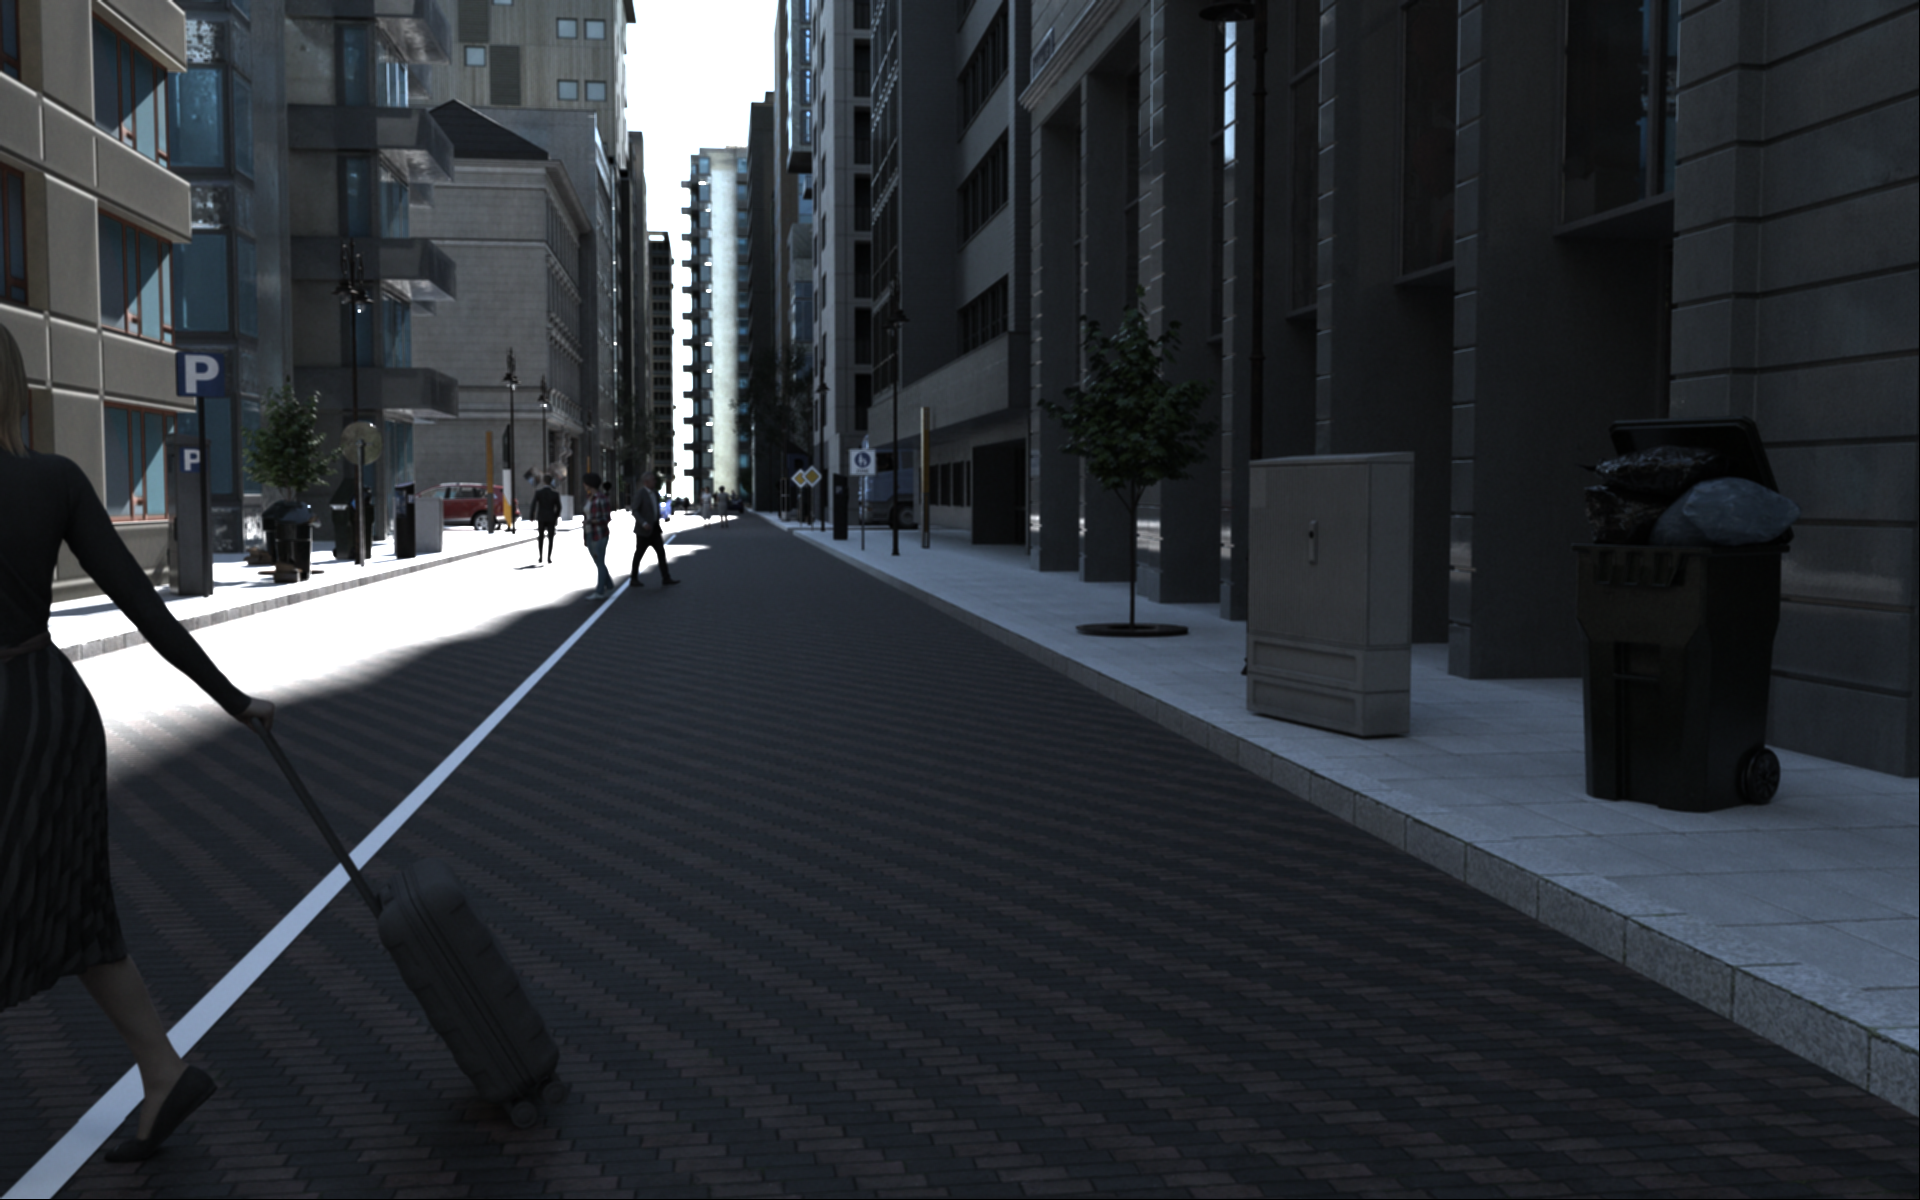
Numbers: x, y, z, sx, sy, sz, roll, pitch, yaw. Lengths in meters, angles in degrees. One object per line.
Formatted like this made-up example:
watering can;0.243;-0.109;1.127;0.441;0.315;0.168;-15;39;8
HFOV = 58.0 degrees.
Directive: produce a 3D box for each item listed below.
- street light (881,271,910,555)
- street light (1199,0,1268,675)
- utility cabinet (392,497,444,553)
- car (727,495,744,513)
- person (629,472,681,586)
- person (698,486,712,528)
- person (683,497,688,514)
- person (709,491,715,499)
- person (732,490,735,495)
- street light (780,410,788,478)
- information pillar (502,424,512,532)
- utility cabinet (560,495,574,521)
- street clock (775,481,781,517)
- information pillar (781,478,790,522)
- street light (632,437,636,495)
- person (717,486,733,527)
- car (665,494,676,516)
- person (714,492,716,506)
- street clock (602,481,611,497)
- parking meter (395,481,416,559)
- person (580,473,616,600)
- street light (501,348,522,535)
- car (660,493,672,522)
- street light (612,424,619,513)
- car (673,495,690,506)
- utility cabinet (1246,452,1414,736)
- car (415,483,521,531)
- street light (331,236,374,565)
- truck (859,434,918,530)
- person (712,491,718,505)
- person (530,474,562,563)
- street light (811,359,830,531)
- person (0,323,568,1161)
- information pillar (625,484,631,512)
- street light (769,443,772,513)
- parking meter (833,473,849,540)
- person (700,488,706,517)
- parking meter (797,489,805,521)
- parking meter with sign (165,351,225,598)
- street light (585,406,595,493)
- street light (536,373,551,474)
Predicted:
street light;-1.349;-3.873;36.110;0.468;5.910;1.993;0;4;-8
street light;2.089;-2.406;12.131;0.468;5.910;1.993;0;4;-8
utility cabinet;-11.784;-1.623;37.690;1.020;1.237;0.306;0;4;-5
car;-17.158;-7.191;130.148;1.945;1.354;3.894;-1;4;-9
person;-4.785;-1.106;26.975;0.834;1.777;0.661;1;4;21
person;-10.718;-3.907;72.943;0.480;1.755;0.524;1;4;17
person;-20.068;-6.930;126.476;0.373;1.253;0.362;2;4;27
person;-23.478;-9.346;162.130;1.217;1.723;0.721;-1;4;-19
person;-19.519;-8.516;148.178;0.568;1.767;0.683;0;4;7
street light;-9.615;-7.471;94.933;0.468;5.910;1.993;0;4;-8
information pillar;-15.204;-4.085;58.144;0.183;3.616;0.504;-3;4;-37
utility cabinet;-18.604;-4.333;82.005;0.306;1.237;1.020;-2;4;-34
street clock;-10.022;-5.624;96.517;0.471;2.002;0.358;0;4;8
information pillar;-8.142;-4.668;80.816;0.304;2.012;0.304;2;4;34
street light;-26.098;-10.125;138.333;0.468;5.910;1.993;0;4;-8
person;-10.160;-4.036;74.852;0.716;1.782;0.532;-1;4;-9
car;-19.830;-6.287;114.588;2.131;1.459;4.920;0;4;-7
person;-29.775;-12.294;210.973;0.593;1.643;0.415;3;4;36
street clock;-20.222;-5.791;99.248;0.471;2.002;0.358;-2;4;-24
parking meter;-11.060;-1.598;34.543;0.372;1.533;0.369;0;3;0
person;-4.904;-0.869;23.547;0.643;1.720;0.563;-3;4;-37
street light;-14.128;-5.008;54.675;0.468;5.910;1.993;0;4;-8
car;-15.664;-4.819;88.386;1.945;1.707;3.694;0;4;-7
street light;-22.818;-8.696;114.965;0.468;5.910;1.993;0;4;-8
car;-32.380;-11.574;201.813;1.945;1.354;3.894;0;4;-7
utility cabinet;2.012;-0.055;9.571;0.318;1.500;1.173;-1;4;-21
car;-18.589;-3.293;62.515;5.304;1.827;2.281;0;4;-7
street light;-10.928;-3.578;31.295;0.468;5.910;1.993;0;4;-8
truck;4.876;-4.671;66.131;18.799;4.110;2.967;-1;4;-9
person;-24.849;-10.279;177.076;1.217;1.766;0.721;-1;4;-16
person;-8.584;-1.687;35.862;0.659;1.850;0.755;-1;4;-16
street light;-4.720;-5.301;59.466;0.468;5.910;1.993;0;4;-8
person;-1.614;0.309;3.671;1.509;1.804;0.699;-1;4;-21
information pillar;-23.549;-7.231;122.716;0.304;2.012;0.304;3;5;44
street light;-12.934;-8.900;118.296;0.468;5.910;1.993;0;4;-8
parking meter;-3.343;-2.624;48.617;0.399;1.863;0.255;1;4;15
person;-15.903;-6.087;107.866;0.795;1.843;0.661;1;4;21
parking meter;-7.497;-4.487;81.776;0.372;1.533;0.369;0;3;0
parking meter with sign;-9.798;-1.578;22.055;0.543;3.016;1.738;-2;4;-34
street light;-19.354;-7.212;90.709;0.468;5.910;1.993;0;4;-8
street light;-15.963;-5.734;66.543;0.468;5.910;1.993;0;4;-8
